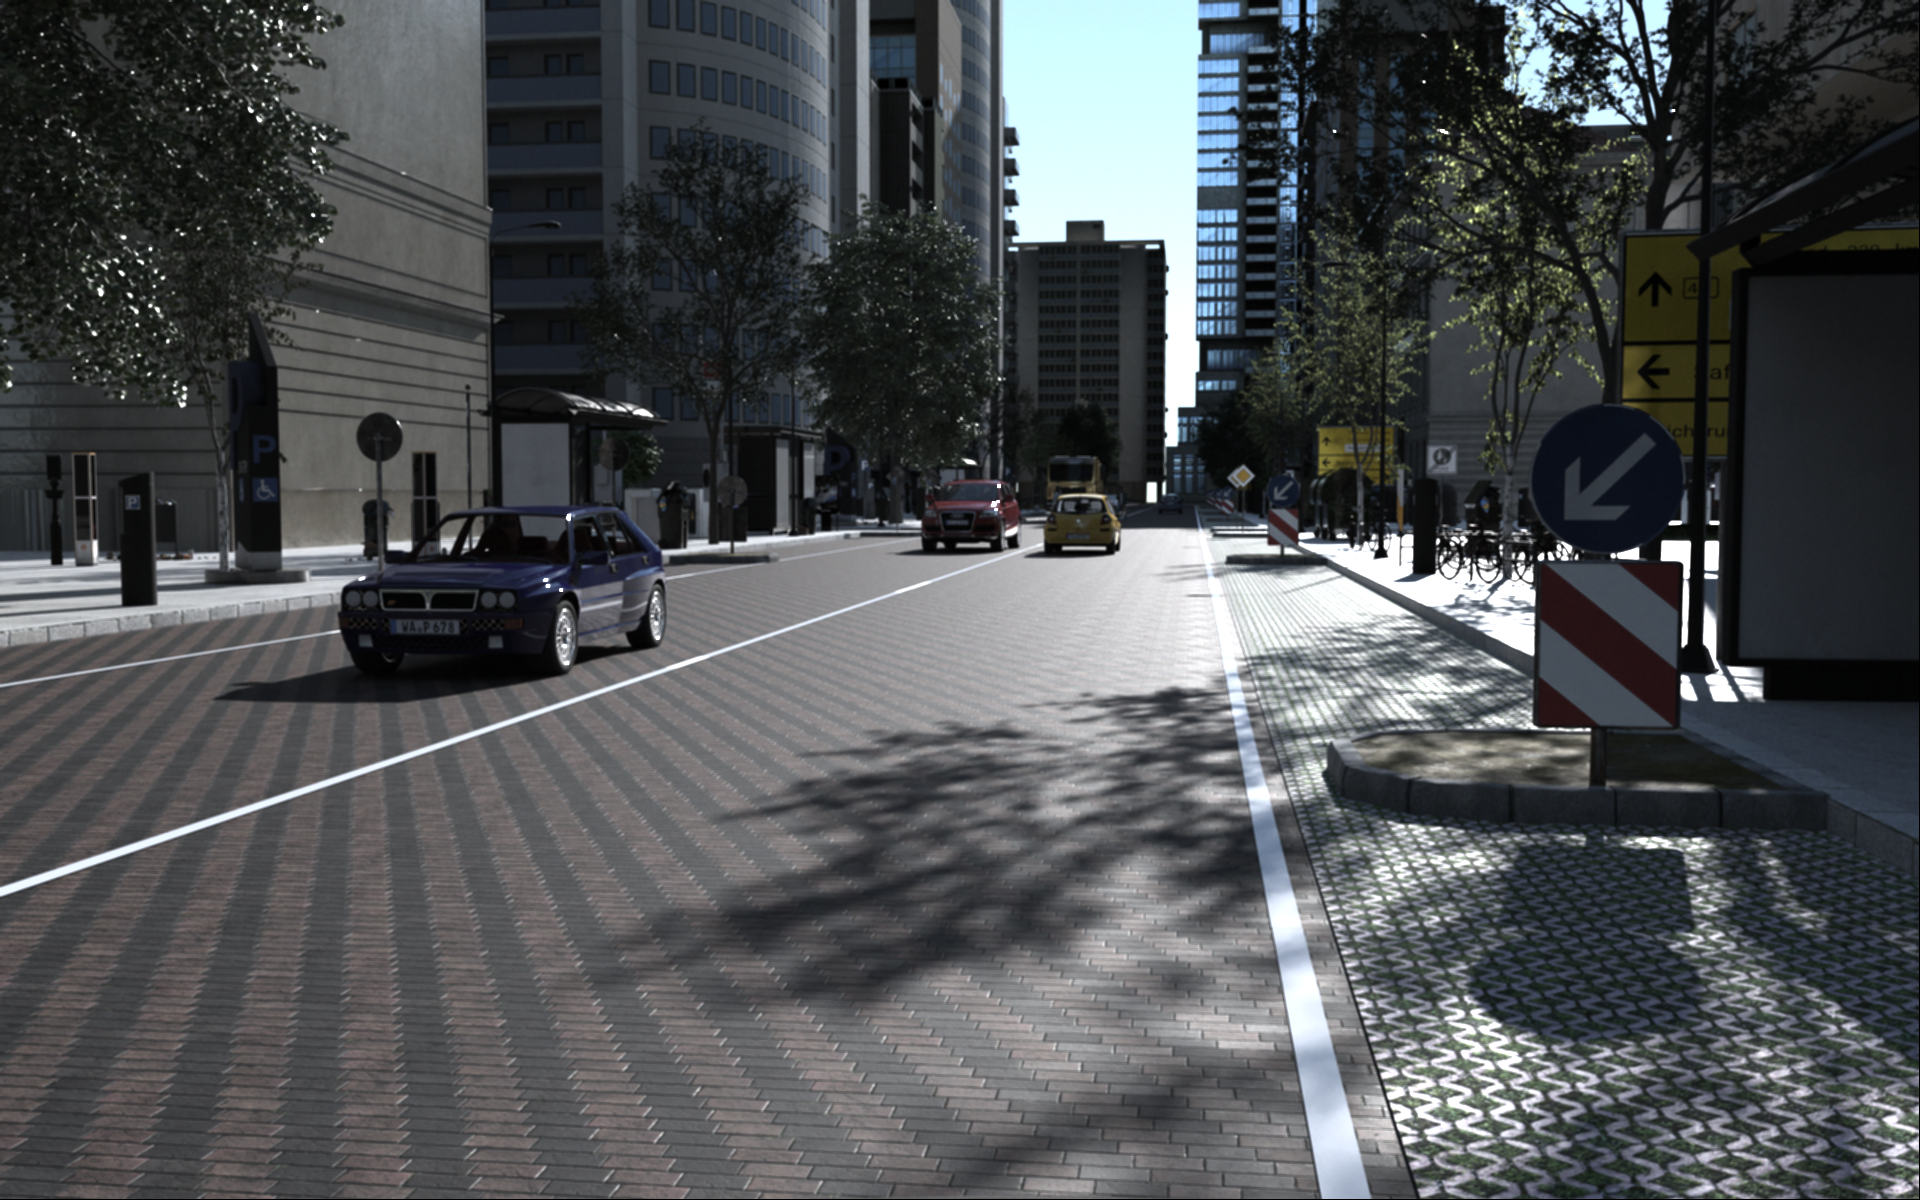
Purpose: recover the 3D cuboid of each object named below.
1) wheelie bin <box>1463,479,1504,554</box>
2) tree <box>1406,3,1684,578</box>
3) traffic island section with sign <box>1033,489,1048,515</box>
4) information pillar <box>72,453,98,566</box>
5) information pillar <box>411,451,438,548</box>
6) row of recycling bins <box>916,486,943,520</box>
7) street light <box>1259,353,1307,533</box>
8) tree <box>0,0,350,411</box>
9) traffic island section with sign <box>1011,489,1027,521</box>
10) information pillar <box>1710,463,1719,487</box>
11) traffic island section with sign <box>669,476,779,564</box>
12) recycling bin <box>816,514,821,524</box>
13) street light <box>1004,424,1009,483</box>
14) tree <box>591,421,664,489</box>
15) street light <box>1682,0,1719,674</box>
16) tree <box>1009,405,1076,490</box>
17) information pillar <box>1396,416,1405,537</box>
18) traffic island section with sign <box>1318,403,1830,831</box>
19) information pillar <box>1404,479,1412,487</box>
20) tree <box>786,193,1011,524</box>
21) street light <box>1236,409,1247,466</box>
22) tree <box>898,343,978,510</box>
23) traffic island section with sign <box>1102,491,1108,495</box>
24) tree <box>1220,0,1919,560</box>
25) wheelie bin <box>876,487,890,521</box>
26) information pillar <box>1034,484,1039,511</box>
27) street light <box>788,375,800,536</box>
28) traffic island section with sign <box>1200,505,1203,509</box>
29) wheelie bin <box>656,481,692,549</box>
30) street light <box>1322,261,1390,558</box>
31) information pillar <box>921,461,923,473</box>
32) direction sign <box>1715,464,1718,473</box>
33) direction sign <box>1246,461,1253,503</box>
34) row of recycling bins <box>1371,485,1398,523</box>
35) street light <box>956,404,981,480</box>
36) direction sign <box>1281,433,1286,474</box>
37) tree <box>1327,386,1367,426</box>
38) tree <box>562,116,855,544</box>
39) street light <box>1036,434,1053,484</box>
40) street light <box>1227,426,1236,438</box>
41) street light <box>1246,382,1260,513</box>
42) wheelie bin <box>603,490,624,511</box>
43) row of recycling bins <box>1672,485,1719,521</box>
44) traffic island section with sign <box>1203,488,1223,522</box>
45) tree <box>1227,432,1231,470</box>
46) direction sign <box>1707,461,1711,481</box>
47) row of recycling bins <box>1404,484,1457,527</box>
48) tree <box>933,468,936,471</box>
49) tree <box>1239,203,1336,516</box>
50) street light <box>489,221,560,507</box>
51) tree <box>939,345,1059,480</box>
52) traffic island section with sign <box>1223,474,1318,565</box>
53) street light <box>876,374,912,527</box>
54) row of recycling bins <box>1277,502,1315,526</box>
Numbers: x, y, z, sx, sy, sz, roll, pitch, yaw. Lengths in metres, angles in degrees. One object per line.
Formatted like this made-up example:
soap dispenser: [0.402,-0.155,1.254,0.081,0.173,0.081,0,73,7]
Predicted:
wheelie bin: [11.251,-1.793,37.221,0.693,1.594,0.980,0,4,-8]
tree: [8.611,-4.646,26.324,4.360,8.622,3.978,0,3,0]
traffic island section with sign: [6.085,-6.713,118.379,1.989,1.847,2.006,0,4,8]
information pillar: [-15.588,-1.613,30.865,0.304,2.012,0.304,-1,4,-9]
information pillar: [-9.254,-1.558,29.963,0.304,2.012,0.304,2,4,28]
row of recycling bins: [-1.169,-4.877,86.854,1.069,1.692,3.534,2,4,24]
street light: [10.707,-5.161,56.923,1.470,5.913,1.316,0,4,8]
tree: [-10.492,-6.778,17.470,9.857,13.997,8.962,0,3,0]
traffic island section with sign: [2.501,-5.079,91.662,1.989,1.847,2.006,0,4,8]
information pillar: [55.724,-8.377,128.310,0.504,3.616,0.183,0,4,7]
traffic island section with sign: [-4.901,-1.709,36.565,1.989,1.847,2.006,0,4,8]
recycling bin: [-5.834,-3.842,75.368,0.722,1.027,0.722,2,4,29]
street light: [3.438,-8.513,111.735,1.470,5.913,1.316,0,4,8]
tree: [-14.518,-5.584,75.012,4.285,4.588,4.351,0,3,0]
street light: [4.783,-2.440,12.439,1.470,5.913,1.316,0,4,8]
tree: [5.995,-11.683,141.386,4.737,8.622,4.395,0,3,0]
information pillar: [13.308,-3.728,52.305,0.183,3.616,0.504,0,4,1]
traffic island section with sign: [2.835,0.015,8.390,1.989,1.847,2.006,0,4,8]
information pillar: [22.376,-5.026,86.659,0.304,2.012,0.304,-3,4,-38]
tree: [-2.675,-10.278,74.703,9.857,13.997,8.962,0,3,0]
street light: [16.021,-7.488,94.969,1.470,5.913,1.316,0,4,8]
tree: [-1.379,-8.100,82.801,4.737,8.622,4.395,0,3,0]
traffic island section with sign: [16.438,-11.425,195.422,1.989,1.847,2.006,0,4,8]
tree: [7.077,-5.161,18.793,8.767,10.594,7.601,0,4,-6]
wheelie bin: [-3.578,-4.559,82.454,0.693,1.594,0.980,2,4,31]
information pillar: [5.804,-7.754,131.267,0.304,2.012,0.304,3,5,40]
street light: [-4.533,-4.889,52.475,1.470,5.913,1.316,0,4,8]
traffic island section with sign: [17.449,-6.639,117.182,1.989,1.847,2.006,0,4,8]
wheelie bin: [-6.706,-2.005,40.696,0.693,1.594,0.980,1,4,11]
street light: [7.914,-3.799,34.653,1.470,5.913,1.316,0,4,8]
information pillar: [-2.019,-6.585,99.021,0.504,3.616,0.183,3,5,42]
direction sign: [57.639,-8.548,131.762,0.379,3.537,0.876,0,4,-4]
direction sign: [19.999,-7.815,119.774,0.379,3.537,0.876,3,5,40]
row of recycling bins: [19.348,-4.355,78.322,1.069,1.692,3.534,-1,4,-21]
street light: [0.386,-7.154,89.510,1.470,5.913,1.316,0,4,8]
direction sign: [12.153,-4.473,65.127,0.379,3.537,0.876,0,4,1]
tree: [24.370,-9.948,113.013,4.737,8.622,4.395,0,3,0]
tree: [-6.479,-6.691,43.806,8.767,10.594,7.601,2,4,23]
street light: [6.515,-9.930,134.894,1.470,5.913,1.316,0,4,8]
street light: [19.063,-8.878,117.689,1.470,5.913,1.316,0,4,8]
street light: [12.826,-6.089,72.097,1.470,5.913,1.316,0,4,8]
wheelie bin: [-12.092,-3.185,59.986,0.980,1.594,0.693,1,4,18]
row of recycling bins: [35.804,-4.663,83.350,3.534,1.692,1.069,1,4,15]
traffic island section with sign: [13.860,-5.005,90.466,1.989,1.847,2.006,0,4,8]
tree: [18.076,-9.242,101.462,4.360,8.622,3.978,0,3,0]
direction sign: [43.983,-6.757,102.477,0.379,3.537,0.876,-3,4,-36]
row of recycling bins: [18.998,-3.829,69.714,1.069,1.692,3.534,0,4,-6]
tree: [-1.595,-7.291,113.816,1.663,3.219,1.824,0,3,0]
tree: [9.959,-5.686,43.322,4.360,8.622,3.978,0,3,0]
street light: [-7.492,-3.497,29.711,1.470,5.913,1.316,0,4,8]
tree: [1.432,-10.463,105.490,8.767,10.594,7.601,0,4,2]
traffic island section with sign: [6.494,-1.650,35.612,1.989,1.847,2.006,0,4,8]
street light: [-2.534,-5.794,67.268,1.470,5.913,1.316,0,4,8]
row of recycling bins: [13.795,-3.816,69.499,1.069,1.692,3.534,3,5,42]
